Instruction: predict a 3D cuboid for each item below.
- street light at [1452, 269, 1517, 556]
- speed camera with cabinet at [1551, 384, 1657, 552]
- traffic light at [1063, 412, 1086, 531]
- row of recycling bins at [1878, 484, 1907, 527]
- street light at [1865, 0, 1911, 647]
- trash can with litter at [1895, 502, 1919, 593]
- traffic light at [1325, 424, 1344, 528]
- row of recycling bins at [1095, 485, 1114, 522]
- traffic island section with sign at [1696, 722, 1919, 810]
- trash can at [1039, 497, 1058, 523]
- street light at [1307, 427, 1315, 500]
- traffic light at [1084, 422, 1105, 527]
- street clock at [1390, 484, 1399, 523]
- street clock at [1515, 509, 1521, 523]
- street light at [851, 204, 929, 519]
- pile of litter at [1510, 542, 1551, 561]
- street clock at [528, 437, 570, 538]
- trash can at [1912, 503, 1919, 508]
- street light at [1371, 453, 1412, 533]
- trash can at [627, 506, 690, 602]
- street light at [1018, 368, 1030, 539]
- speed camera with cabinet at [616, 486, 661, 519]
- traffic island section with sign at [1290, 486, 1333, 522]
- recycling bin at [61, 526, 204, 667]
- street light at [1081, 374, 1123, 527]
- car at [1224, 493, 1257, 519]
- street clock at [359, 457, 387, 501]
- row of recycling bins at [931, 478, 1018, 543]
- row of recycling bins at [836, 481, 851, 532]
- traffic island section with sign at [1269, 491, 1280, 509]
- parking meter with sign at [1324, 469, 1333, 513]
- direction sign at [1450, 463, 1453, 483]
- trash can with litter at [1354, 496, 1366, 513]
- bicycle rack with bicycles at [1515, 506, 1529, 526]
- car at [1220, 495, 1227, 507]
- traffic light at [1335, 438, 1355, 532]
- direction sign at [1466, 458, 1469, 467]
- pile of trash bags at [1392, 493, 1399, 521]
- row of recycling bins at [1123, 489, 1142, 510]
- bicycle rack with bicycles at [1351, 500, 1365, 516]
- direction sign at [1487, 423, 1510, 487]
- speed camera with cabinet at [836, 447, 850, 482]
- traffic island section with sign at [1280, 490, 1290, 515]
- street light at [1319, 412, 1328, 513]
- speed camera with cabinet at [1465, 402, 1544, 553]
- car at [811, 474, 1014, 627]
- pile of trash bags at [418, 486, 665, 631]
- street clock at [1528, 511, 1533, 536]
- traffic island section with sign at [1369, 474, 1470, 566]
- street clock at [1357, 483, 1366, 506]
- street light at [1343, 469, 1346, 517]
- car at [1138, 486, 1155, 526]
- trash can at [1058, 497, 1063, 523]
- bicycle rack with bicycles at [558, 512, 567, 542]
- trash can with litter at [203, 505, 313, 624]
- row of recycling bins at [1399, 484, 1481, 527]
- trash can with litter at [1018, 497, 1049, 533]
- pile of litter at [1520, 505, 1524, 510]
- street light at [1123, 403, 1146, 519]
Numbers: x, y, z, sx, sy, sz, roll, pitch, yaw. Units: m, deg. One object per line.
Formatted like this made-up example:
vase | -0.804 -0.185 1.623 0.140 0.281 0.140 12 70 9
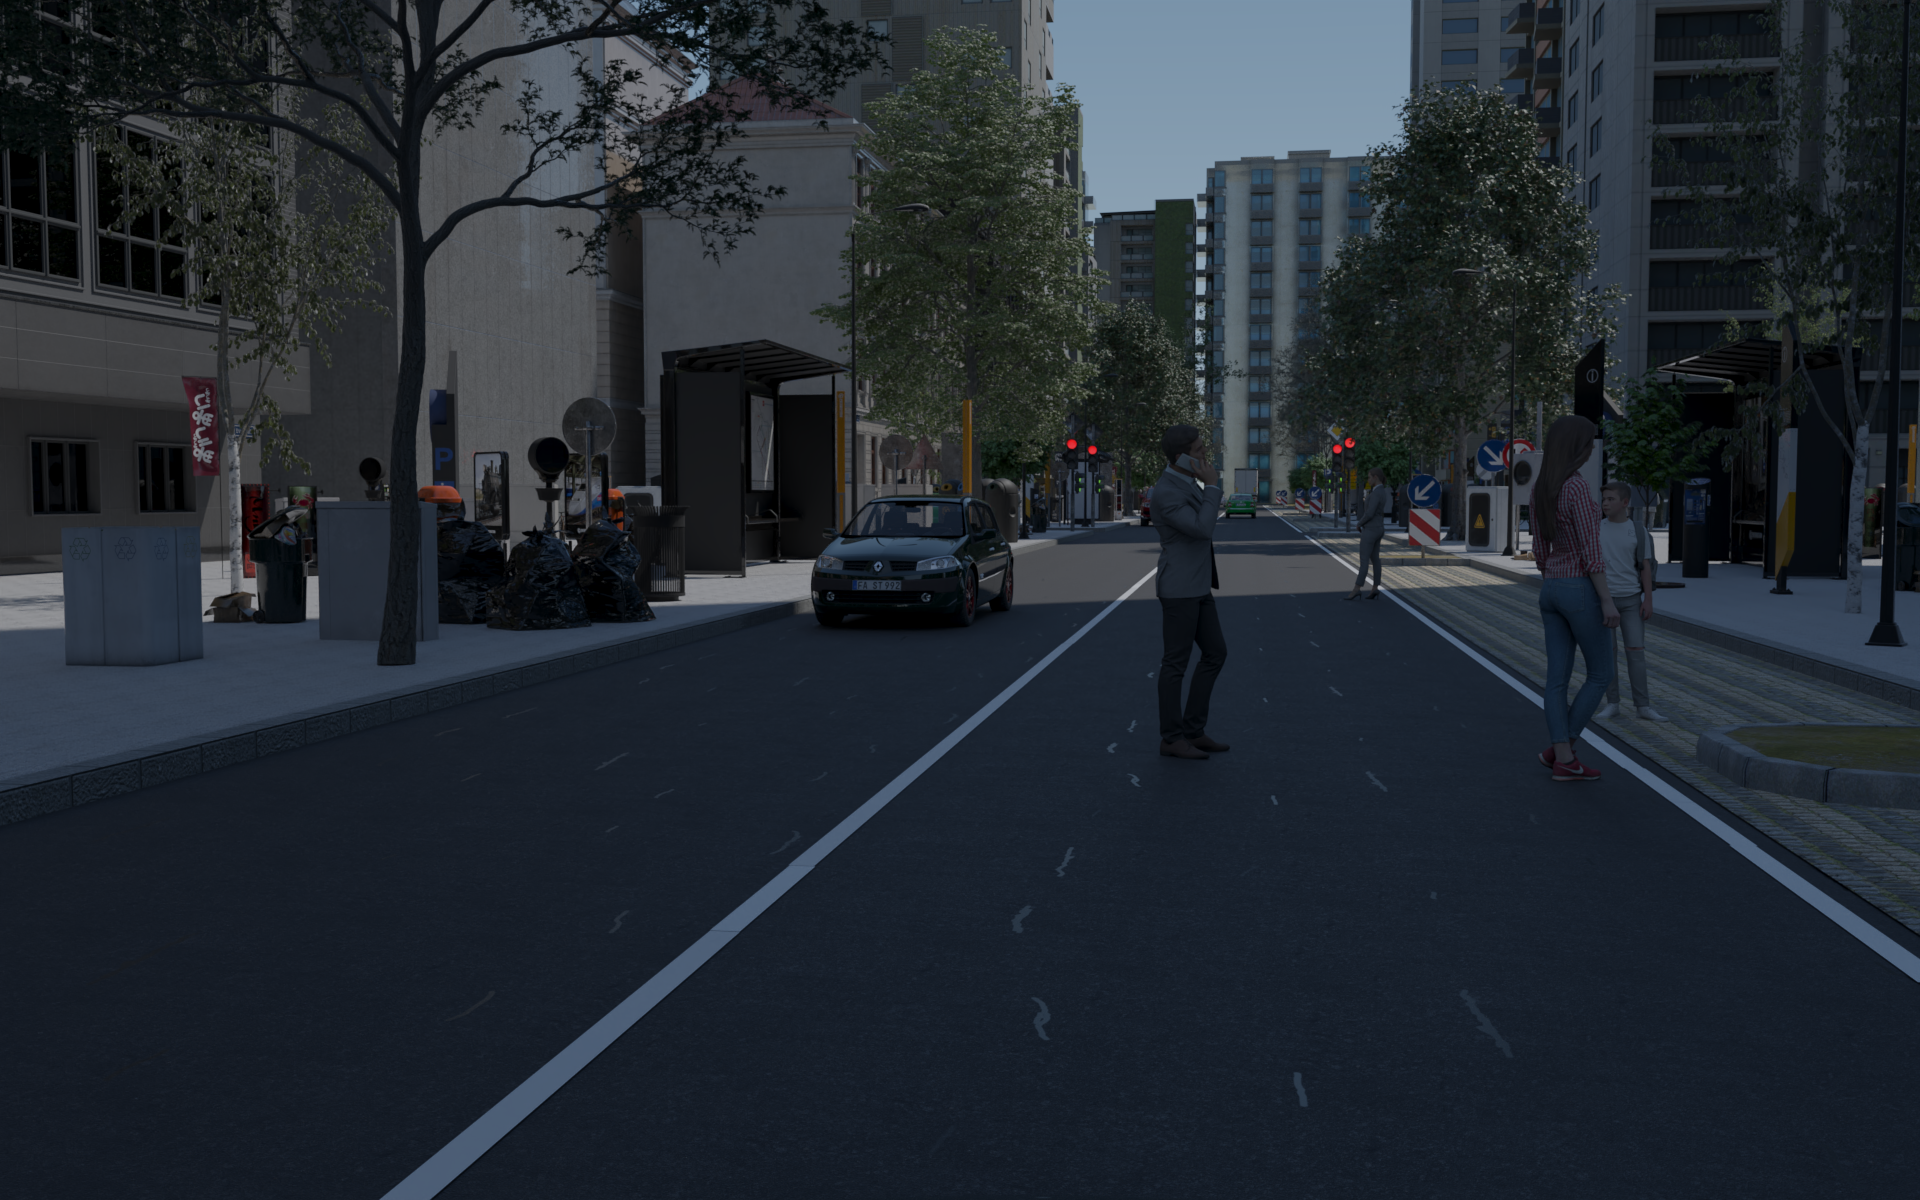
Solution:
street light | 10.858 -3.870 35.821 1.470 5.913 1.316 1 4 9
speed camera with cabinet | 11.454 -2.226 30.727 2.038 3.252 0.660 -2 4 -27
traffic light | 3.875 -4.305 59.306 0.839 4.253 0.868 1 4 9
row of recycling bins | 36.046 -3.769 68.737 3.534 1.692 1.069 2 4 32
street light | 7.330 -2.573 14.617 1.470 5.913 1.316 1 4 9
trash can with litter | 12.667 -0.695 22.751 0.624 1.170 1.055 0 4 -8
traffic light | 14.271 -4.696 65.700 0.839 4.253 0.868 1 4 9
row of recycling bins | 6.486 -4.564 81.732 1.069 1.692 3.534 -1 4 -11
traffic island section with sign | 4.852 0.000 8.635 1.989 1.847 2.006 1 4 9
trash can | 3.705 -3.951 76.246 0.748 1.137 0.748 0 3 0
street light | 24.386 -8.892 117.929 1.470 5.913 1.316 1 4 9
traffic light | 5.181 -4.787 67.184 0.839 4.253 0.868 1 4 9
street clock | 18.957 -4.344 75.598 0.358 2.002 0.471 3 4 37
street clock | 25.136 -4.493 78.024 0.358 2.002 0.471 -3 4 -38
street light | -1.186 -3.389 27.958 1.470 5.913 1.316 1 4 9
pile of litter | 11.418 -1.180 33.260 1.176 0.858 1.719 -2 4 -26
street clock | -5.223 -1.068 22.035 0.471 2.002 0.358 -2 4 -35
trash can | 16.204 -1.050 28.828 0.748 1.137 0.748 0 3 0
street light | 14.394 -5.192 57.432 1.470 5.913 1.316 1 4 9
trash can | -3.613 -0.561 20.819 0.748 1.137 0.748 0 3 0
street light | 2.357 -4.686 49.160 1.470 5.913 1.316 1 4 9
speed camera with cabinet | -6.388 -2.631 37.357 2.038 3.252 0.660 -1 4 -13
traffic island section with sign | 18.343 -4.982 90.075 1.989 1.847 2.006 1 4 9
recycling bin | -6.310 -0.041 13.231 0.722 1.027 0.722 1 4 9
street light | 5.408 -5.785 67.133 1.470 5.913 1.316 1 4 9
car | 16.687 -5.757 102.926 1.959 1.807 4.718 1 4 9
street clock | -11.591 -1.814 34.229 0.471 2.002 0.358 0 4 7
row of recycling bins | 0.490 -2.434 46.916 1.069 1.692 3.534 -2 4 -28
row of recycling bins | -3.728 -2.869 54.014 1.069 1.692 3.534 0 4 1
traffic island section with sign | 30.953 -9.637 166.198 1.989 1.847 2.006 1 4 9
parking meter with sign | 25.691 -7.604 120.593 0.543 3.016 1.738 1 4 18
direction sign | 35.841 -8.152 125.288 0.379 3.537 0.876 -3 5 -42
trash can with litter | 27.770 -6.653 120.157 0.624 1.170 1.055 -3 5 -43
bicycle rack with bicycles | 22.330 -3.533 71.143 2.925 0.926 2.852 -1 4 -11
car | 29.224 -11.247 196.250 2.083 1.381 4.827 0 4 8
traffic light | 12.966 -4.214 57.822 0.839 4.253 0.868 1 4 9
direction sign | 31.238 -7.063 107.471 0.876 3.537 0.379 -2 4 -29
pile of trash bags | 21.602 -4.479 82.979 1.912 1.369 3.447 -1 4 -12
row of recycling bins | 14.614 -7.953 137.136 3.534 1.692 1.069 1 4 22
bicycle rack with bicycles | 23.566 -5.285 99.795 2.852 0.926 2.925 -3 5 -44
direction sign | 17.191 -3.875 55.360 0.876 3.537 0.379 -1 4 -22
speed camera with cabinet | -4.812 -4.754 72.069 0.660 3.252 2.038 -1 4 -12
traffic island section with sign | 22.755 -6.608 116.668 1.989 1.847 2.006 1 4 9
street light | 20.921 -7.595 96.715 1.470 5.913 1.316 1 4 9
speed camera with cabinet | 11.938 -2.653 37.708 0.660 3.252 2.038 -2 4 -26
car | -0.475 -0.629 20.072 2.009 1.686 4.222 1 4 11
pile of trash bags | -4.712 -0.498 17.891 3.447 1.369 1.912 3 5 44
street clock | 17.681 -2.993 53.502 0.471 2.002 0.358 1 4 20
traffic island section with sign | 9.254 -1.627 35.230 1.989 1.847 2.006 1 4 9
street clock | 21.160 -5.305 91.312 0.358 2.002 0.471 -1 4 -22
street light | 17.339 -6.274 75.126 1.470 5.913 1.316 1 4 9
car | 9.225 -4.260 78.316 2.281 1.827 5.304 0 4 8
trash can | 4.344 -4.074 78.265 0.748 1.137 0.748 0 3 0
bicycle rack with bicycles | -9.000 -1.761 42.175 2.852 0.926 2.925 -1 4 -17
trash can with litter | -7.014 -0.359 17.259 1.055 1.170 0.624 0 4 5
row of recycling bins | 18.780 -3.704 67.674 3.534 1.692 1.069 -1 4 -15
trash can with litter | 2.382 -2.801 57.186 1.055 1.170 0.624 1 4 21
pile of litter | 31.724 -5.182 98.683 1.176 0.858 1.719 0 4 -8
street light | 8.780 -7.084 88.363 1.470 5.913 1.316 1 4 9
